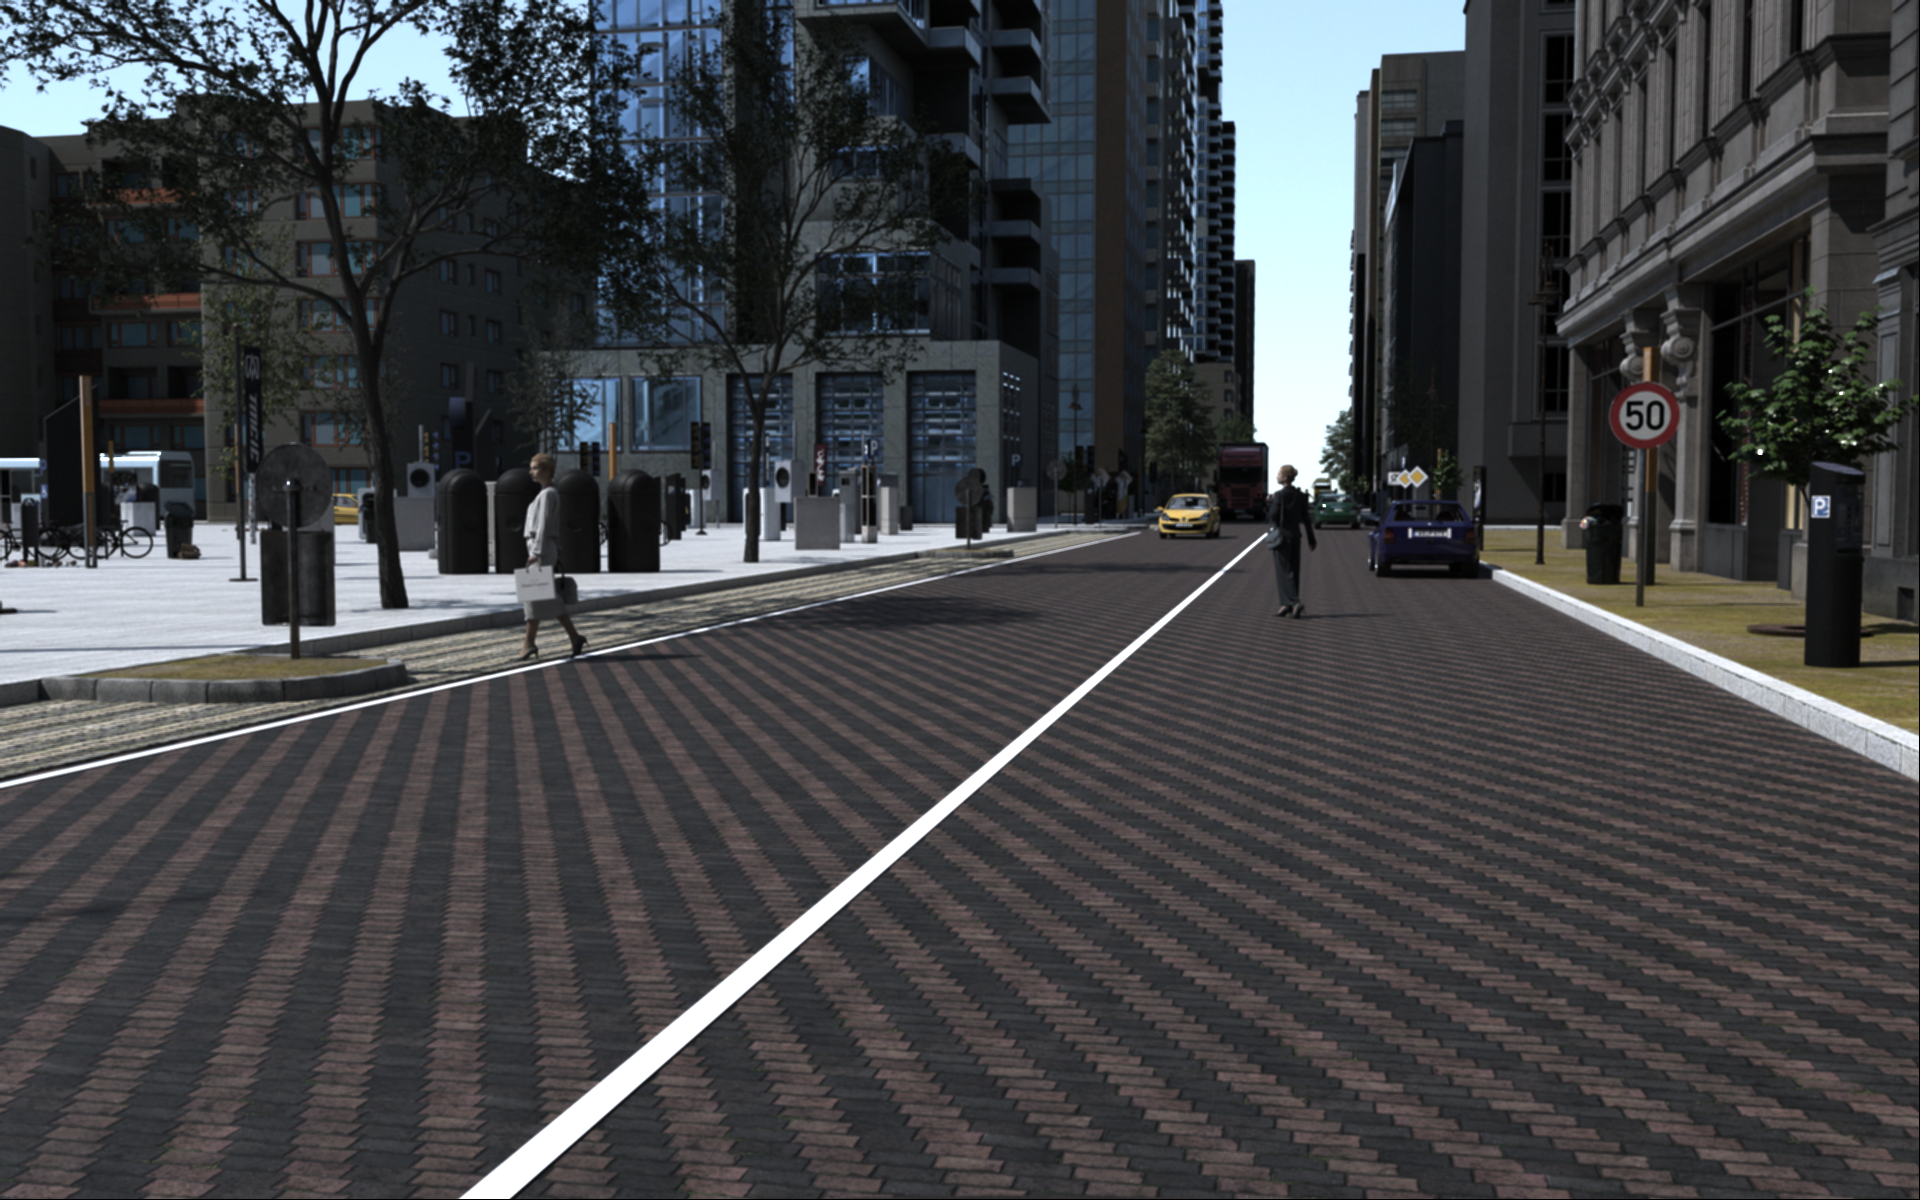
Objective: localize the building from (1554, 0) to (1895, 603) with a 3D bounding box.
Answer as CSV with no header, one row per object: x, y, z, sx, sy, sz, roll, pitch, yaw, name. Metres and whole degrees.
18.355,-11.463,38.334,10.553,20.767,40.483,1,4,11,building

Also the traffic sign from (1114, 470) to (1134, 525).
6.726,-4.126,71.097,0.795,2.450,0.064,1,4,11,traffic sign

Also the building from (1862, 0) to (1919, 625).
12.574,-9.742,8.441,9.793,20.994,18.267,1,4,11,building

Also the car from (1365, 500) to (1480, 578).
8.268,-1.129,31.047,1.945,1.354,3.894,1,4,11,car

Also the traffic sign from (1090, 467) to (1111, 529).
5.129,-3.647,63.273,0.795,2.450,0.064,1,4,11,traffic sign

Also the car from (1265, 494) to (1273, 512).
25.743,-8.021,140.178,2.155,1.783,4.494,1,4,13,car

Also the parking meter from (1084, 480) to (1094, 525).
5.415,-4.089,72.569,0.399,1.863,0.255,0,4,-4,parking meter

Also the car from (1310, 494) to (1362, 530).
15.558,-3.655,71.555,2.131,1.459,4.920,1,4,11,car

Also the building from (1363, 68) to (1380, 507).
48.965,-32.297,178.159,14.600,45.320,14.200,1,4,11,building

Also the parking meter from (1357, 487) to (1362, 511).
31.081,-7.897,134.823,0.399,1.863,0.255,1,4,17,parking meter

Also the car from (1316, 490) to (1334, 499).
37.733,-10.366,178.150,2.281,1.827,5.304,1,4,13,car

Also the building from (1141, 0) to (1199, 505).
10.184,-33.204,162.487,23.786,49.044,30.456,1,4,11,building

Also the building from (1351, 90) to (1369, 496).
67.755,-43.392,251.458,21.231,58.520,28.212,1,4,11,building

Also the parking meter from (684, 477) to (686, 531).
-9.669,-3.302,59.705,0.399,1.863,0.255,-2,4,-24,parking meter

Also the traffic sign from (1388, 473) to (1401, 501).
20.303,-4.820,80.931,0.606,2.300,0.079,1,4,13,traffic sign

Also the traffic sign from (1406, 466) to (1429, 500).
16.094,-3.509,61.022,0.795,2.450,0.064,1,4,11,traffic sign

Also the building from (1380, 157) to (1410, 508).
38.301,-19.101,130.318,12.078,24.808,19.932,1,4,11,building

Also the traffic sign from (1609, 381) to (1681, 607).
7.760,-1.198,19.691,0.768,2.556,0.104,1,4,14,traffic sign

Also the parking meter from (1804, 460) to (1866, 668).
6.515,-0.274,12.896,0.372,1.533,0.369,0,3,0,parking meter

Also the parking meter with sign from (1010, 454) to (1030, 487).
2.764,-4.837,75.343,0.543,3.016,1.738,2,4,24,parking meter with sign

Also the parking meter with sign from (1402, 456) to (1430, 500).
21.477,-5.156,80.563,1.738,3.016,0.543,0,4,-2,parking meter with sign

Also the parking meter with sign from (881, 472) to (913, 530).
-2.521,-3.945,60.763,1.738,3.016,0.543,-2,4,-28,parking meter with sign

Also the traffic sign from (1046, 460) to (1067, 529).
3.570,-3.920,64.196,0.768,2.556,0.104,1,4,14,traffic sign

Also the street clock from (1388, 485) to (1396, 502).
20.302,-4.697,81.367,0.358,2.002,0.471,-1,4,-9,street clock

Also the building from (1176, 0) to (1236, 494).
33.481,-58.702,272.441,22.319,86.520,31.000,1,4,11,building

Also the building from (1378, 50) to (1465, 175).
46.465,-29.349,163.456,14.154,41.232,14.086,1,4,11,building

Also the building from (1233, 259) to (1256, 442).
42.770,-37.389,294.897,14.154,41.232,14.086,1,4,11,building

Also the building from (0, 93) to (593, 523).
-36.983,-15.139,92.568,28.899,21.520,27.650,1,4,11,building

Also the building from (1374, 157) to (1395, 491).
43.178,-23.142,150.078,14.160,30.474,14.107,1,4,11,building

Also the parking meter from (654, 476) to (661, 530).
-9.863,-3.072,55.933,0.399,1.863,0.255,-1,4,-14,parking meter

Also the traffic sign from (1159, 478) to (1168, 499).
12.835,-6.555,109.303,0.606,2.300,0.079,1,4,19,traffic sign

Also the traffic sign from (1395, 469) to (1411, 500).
17.691,-3.988,68.847,0.795,2.450,0.064,1,4,11,traffic sign

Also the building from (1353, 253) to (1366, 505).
54.416,-26.652,207.460,14.160,30.474,14.107,1,4,11,building

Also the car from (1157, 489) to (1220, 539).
7.519,-2.834,56.557,2.015,1.641,3.980,1,4,13,car

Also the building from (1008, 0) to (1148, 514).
5.093,-28.603,117.774,14.600,45.320,14.200,1,4,11,building

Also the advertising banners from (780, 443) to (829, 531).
-5.546,-3.899,59.937,2.074,3.025,0.090,0,4,8,advertising banners

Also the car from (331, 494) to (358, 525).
-25.796,-3.890,73.828,3.980,1.641,2.015,1,4,12,car

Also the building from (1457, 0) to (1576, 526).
33.997,-17.079,72.745,24.014,27.812,14.314,1,4,11,building

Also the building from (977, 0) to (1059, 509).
16.115,-53.747,191.437,22.319,86.520,31.000,1,4,11,building

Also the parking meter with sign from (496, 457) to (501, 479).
-20.942,-5.232,81.804,1.738,3.016,0.543,-2,4,-30,parking meter with sign

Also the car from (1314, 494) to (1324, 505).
34.589,-9.307,164.171,2.014,1.417,4.499,1,4,11,car

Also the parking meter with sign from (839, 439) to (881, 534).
-3.472,-3.605,55.202,1.738,3.016,0.543,2,4,29,parking meter with sign

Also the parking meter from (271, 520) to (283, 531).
-14.726,-1.937,37.389,0.255,1.863,0.399,-1,4,-15,parking meter

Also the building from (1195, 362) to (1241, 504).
25.123,-24.473,245.168,27.650,21.520,28.899,1,4,11,building

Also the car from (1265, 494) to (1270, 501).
28.210,-9.024,157.767,2.015,1.641,3.980,1,4,10,car

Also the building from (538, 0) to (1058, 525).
-6.200,-47.399,87.642,22.319,86.520,31.000,1,4,11,building

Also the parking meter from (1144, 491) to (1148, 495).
13.915,-7.426,129.825,0.372,1.533,0.369,0,3,0,parking meter

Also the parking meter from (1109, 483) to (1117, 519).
7.852,-5.094,89.003,0.399,1.863,0.255,0,4,6,parking meter

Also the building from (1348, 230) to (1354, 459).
74.381,-40.408,280.281,23.786,49.044,30.456,1,4,11,building

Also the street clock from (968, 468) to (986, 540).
0.477,-2.689,48.541,0.471,2.002,0.358,3,5,43,street clock

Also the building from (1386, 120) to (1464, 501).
33.829,-17.470,104.697,14.314,24.678,30.058,1,4,11,building

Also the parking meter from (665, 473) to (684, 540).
-8.022,-2.612,48.419,0.399,1.863,0.255,1,4,18,parking meter

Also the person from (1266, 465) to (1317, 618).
3.854,-0.684,20.106,0.534,1.772,0.576,3,4,36,person
